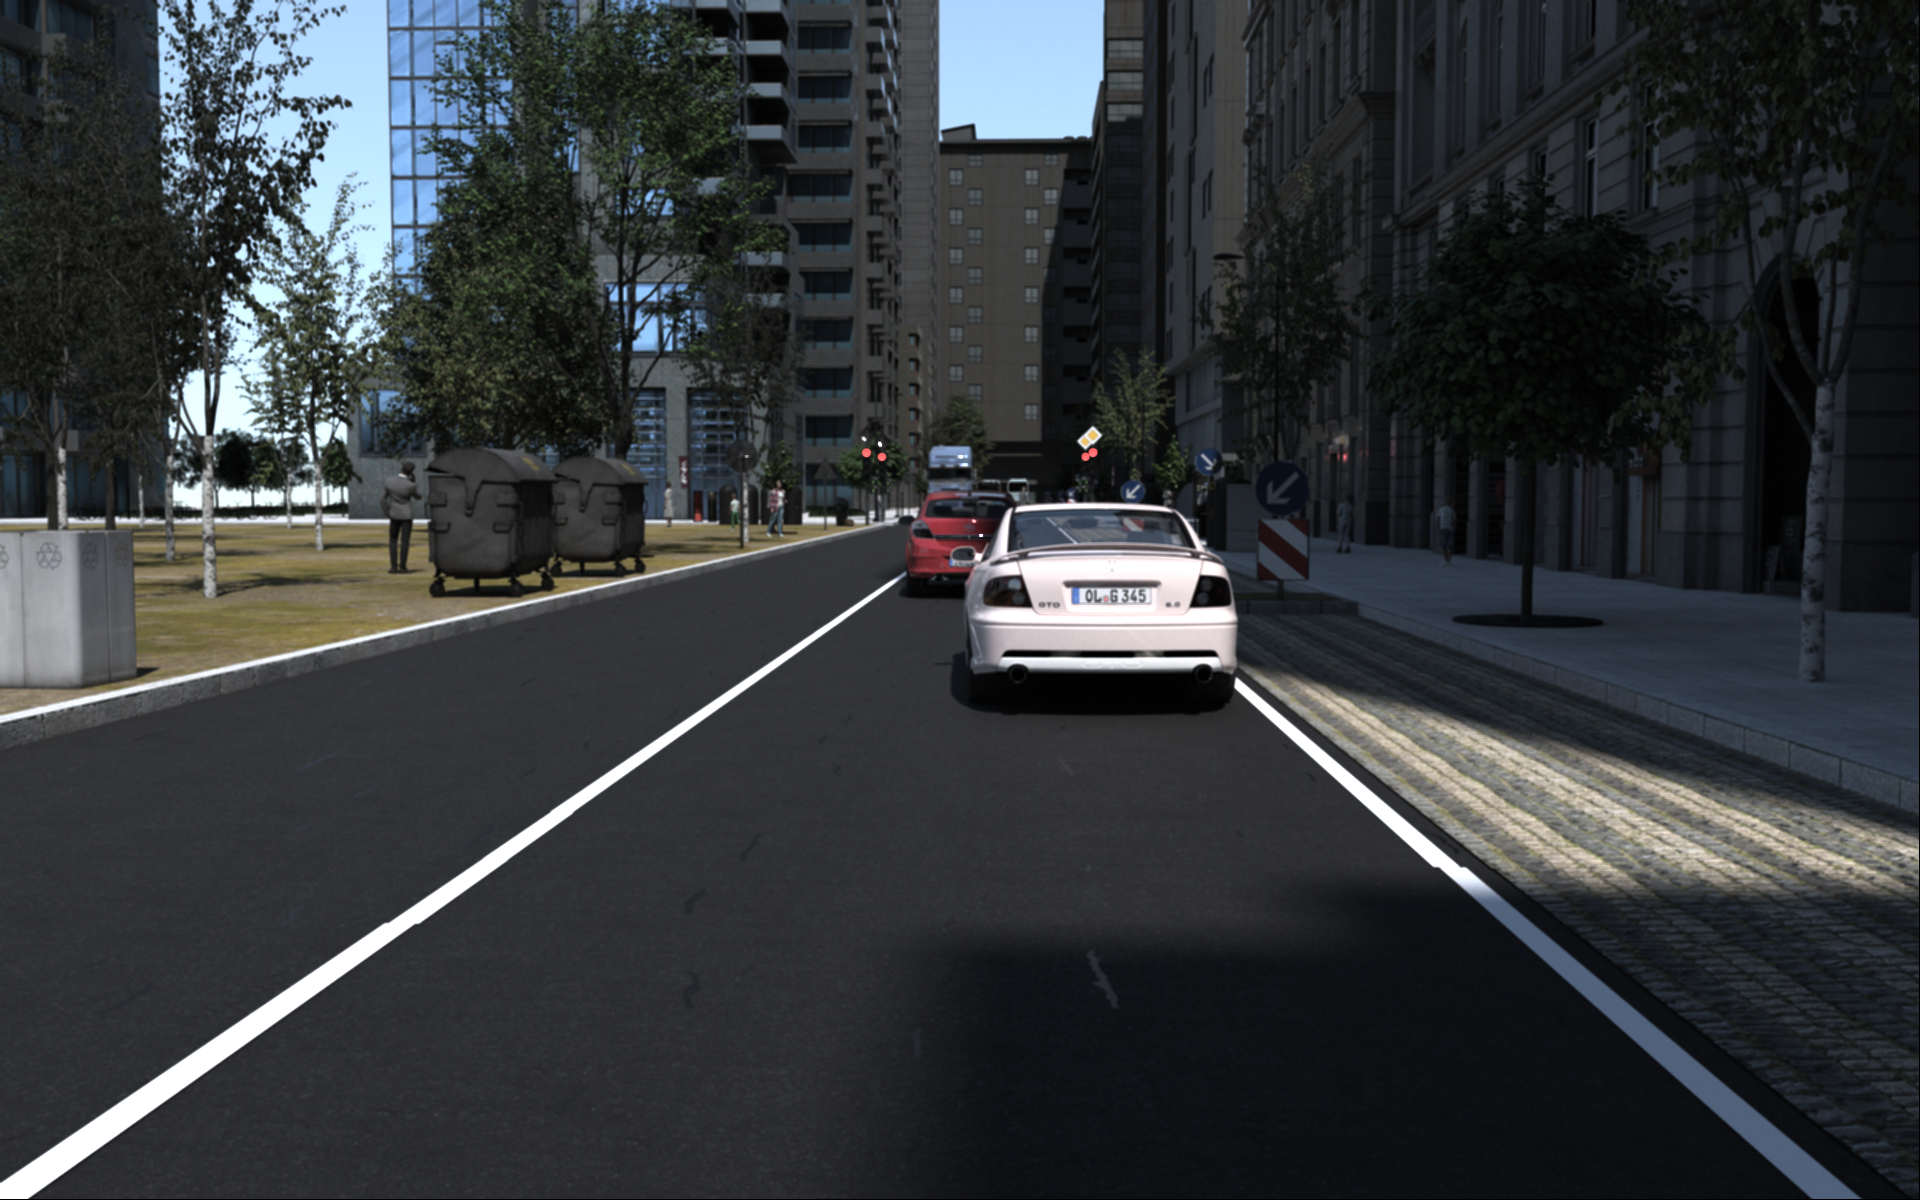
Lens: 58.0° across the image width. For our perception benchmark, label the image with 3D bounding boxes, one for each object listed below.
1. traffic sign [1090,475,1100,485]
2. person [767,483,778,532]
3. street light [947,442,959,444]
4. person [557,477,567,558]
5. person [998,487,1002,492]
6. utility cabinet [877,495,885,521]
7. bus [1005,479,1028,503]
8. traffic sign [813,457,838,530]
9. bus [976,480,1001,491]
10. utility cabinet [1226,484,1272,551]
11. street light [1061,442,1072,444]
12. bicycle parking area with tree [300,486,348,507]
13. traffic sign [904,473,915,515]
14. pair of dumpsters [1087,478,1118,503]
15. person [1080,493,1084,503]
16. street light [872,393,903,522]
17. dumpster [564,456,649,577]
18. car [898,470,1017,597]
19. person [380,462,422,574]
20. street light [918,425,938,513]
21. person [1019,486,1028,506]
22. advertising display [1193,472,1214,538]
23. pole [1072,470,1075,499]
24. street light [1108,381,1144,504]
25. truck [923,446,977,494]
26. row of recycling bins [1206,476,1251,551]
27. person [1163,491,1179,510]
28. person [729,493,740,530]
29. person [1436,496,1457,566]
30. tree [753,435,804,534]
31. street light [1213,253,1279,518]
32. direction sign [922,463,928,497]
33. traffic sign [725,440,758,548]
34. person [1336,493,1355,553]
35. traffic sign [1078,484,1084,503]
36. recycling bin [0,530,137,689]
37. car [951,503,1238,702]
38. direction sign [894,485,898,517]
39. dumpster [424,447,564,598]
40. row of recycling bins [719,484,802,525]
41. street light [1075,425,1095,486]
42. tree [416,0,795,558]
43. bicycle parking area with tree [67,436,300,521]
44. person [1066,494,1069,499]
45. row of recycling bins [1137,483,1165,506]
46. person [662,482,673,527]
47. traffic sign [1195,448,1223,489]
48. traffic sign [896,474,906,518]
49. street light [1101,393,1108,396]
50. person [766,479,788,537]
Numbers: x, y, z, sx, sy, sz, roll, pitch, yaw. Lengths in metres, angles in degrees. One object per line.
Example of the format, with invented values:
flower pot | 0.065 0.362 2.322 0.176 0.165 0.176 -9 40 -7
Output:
traffic sign | 8.995 -7.079 115.841 0.768 2.556 0.104 1 4 10
person | -6.164 -3.163 57.959 0.583 1.804 0.606 -3 4 -37
street light | -0.826 -11.091 153.884 1.470 5.913 1.316 0 4 2
person | -7.971 -1.725 34.737 0.782 1.767 0.515 1 4 19
person | 1.845 -4.521 82.765 0.601 1.785 0.444 3 4 38
utility cabinet | -3.726 -4.346 82.219 0.306 1.237 1.020 0 4 3
bus | 7.281 -13.780 220.164 2.948 3.499 13.247 0 4 1
traffic sign | -4.755 -3.739 61.129 0.884 2.594 0.081 0 4 7
bus | 3.741 -13.756 219.762 2.948 3.499 13.247 0 4 3
utility cabinet | 6.486 -1.811 38.295 1.173 1.500 0.318 1 4 8
street light | 9.715 -11.114 154.250 1.470 5.913 1.316 0 4 2
bicycle parking area with tree | -45.856 -8.748 130.031 8.231 4.147 9.016 3 5 44
traffic sign | -3.111 -6.453 105.617 0.768 2.556 0.104 0 4 5
pair of dumpsters | 8.710 -6.250 104.688 1.574 2.255 4.437 0 4 2
person | 12.645 -10.586 179.925 0.742 1.727 0.445 1 4 21
street light | -3.315 -6.541 79.493 1.470 5.913 1.316 0 4 2
dumpster | -5.706 -1.316 27.278 1.264 1.857 1.865 0 4 2
car | 0.145 -1.014 25.624 2.155 1.783 4.494 0 4 0
person | -9.039 -1.332 28.009 0.592 1.802 0.473 1 4 13
street light | -2.158 -8.823 116.801 1.470 5.913 1.316 0 4 2
person | 3.117 -4.670 84.957 0.767 1.812 0.694 1 4 18
advertising display | 7.046 -2.749 50.168 0.123 1.923 0.974 3 4 38
pole | 9.488 -9.240 144.911 0.158 3.312 0.155 0 3 0
street light | 6.962 -6.028 71.103 1.470 5.913 1.316 0 4 2
truck | -0.333 -6.950 103.392 2.967 4.110 18.799 0 4 1
row of recycling bins | 6.362 -2.051 40.654 1.069 1.692 3.534 0 4 5
person | 6.966 -3.126 57.341 0.537 1.800 0.526 1 4 16
person | -7.874 -3.093 60.858 0.590 1.304 0.306 3 4 37
person | 8.635 -1.226 30.770 0.352 1.250 0.332 -3 5 -40
tree | -5.682 -3.760 56.081 1.663 3.219 1.824 0 3 0
street light | 5.584 -3.732 33.554 1.470 5.913 1.316 0 4 2
direction sign | -2.498 -8.281 127.387 0.379 3.537 0.876 3 4 38
traffic sign | -5.144 -2.488 40.783 0.768 2.556 0.104 0 4 3
person | 8.359 -1.672 37.662 0.425 1.301 0.394 -2 4 -31
traffic sign | 9.821 -8.469 138.469 0.884 2.594 0.081 0 4 8
recycling bin | -6.106 0.051 11.721 0.722 1.027 0.722 0 4 5
car | 0.966 -0.059 13.324 2.083 1.381 4.827 0 3 0
direction sign | -3.468 -6.320 95.323 0.379 3.537 0.876 -3 4 -39
dumpster | -5.975 -1.001 22.119 1.264 1.857 1.865 0 4 2
row of recycling bins | -8.336 -3.992 72.380 3.534 1.692 1.069 0 4 3
street light | 8.513 -8.828 116.880 1.470 5.913 1.316 0 4 2
tree | -6.890 -6.675 34.890 9.928 11.665 9.643 0 3 0
bicycle parking area with tree | -39.656 -6.100 86.732 8.231 4.147 9.016 3 4 37
person | 13.535 -12.757 217.854 0.421 1.427 0.697 1 4 12
row of recycling bins | 7.324 -3.642 66.658 1.069 1.692 3.534 1 4 10
person | -11.359 -3.693 66.998 0.524 1.755 0.480 1 4 12
traffic sign | 6.921 -2.941 48.185 0.768 2.556 0.104 0 4 5
traffic sign | -3.301 -5.731 93.816 0.768 2.556 0.104 0 4 7
street light | 7.174 -6.561 79.810 1.470 5.913 1.316 0 4 2
person | -5.438 -2.731 51.530 0.563 1.720 0.643 -3 5 -42
